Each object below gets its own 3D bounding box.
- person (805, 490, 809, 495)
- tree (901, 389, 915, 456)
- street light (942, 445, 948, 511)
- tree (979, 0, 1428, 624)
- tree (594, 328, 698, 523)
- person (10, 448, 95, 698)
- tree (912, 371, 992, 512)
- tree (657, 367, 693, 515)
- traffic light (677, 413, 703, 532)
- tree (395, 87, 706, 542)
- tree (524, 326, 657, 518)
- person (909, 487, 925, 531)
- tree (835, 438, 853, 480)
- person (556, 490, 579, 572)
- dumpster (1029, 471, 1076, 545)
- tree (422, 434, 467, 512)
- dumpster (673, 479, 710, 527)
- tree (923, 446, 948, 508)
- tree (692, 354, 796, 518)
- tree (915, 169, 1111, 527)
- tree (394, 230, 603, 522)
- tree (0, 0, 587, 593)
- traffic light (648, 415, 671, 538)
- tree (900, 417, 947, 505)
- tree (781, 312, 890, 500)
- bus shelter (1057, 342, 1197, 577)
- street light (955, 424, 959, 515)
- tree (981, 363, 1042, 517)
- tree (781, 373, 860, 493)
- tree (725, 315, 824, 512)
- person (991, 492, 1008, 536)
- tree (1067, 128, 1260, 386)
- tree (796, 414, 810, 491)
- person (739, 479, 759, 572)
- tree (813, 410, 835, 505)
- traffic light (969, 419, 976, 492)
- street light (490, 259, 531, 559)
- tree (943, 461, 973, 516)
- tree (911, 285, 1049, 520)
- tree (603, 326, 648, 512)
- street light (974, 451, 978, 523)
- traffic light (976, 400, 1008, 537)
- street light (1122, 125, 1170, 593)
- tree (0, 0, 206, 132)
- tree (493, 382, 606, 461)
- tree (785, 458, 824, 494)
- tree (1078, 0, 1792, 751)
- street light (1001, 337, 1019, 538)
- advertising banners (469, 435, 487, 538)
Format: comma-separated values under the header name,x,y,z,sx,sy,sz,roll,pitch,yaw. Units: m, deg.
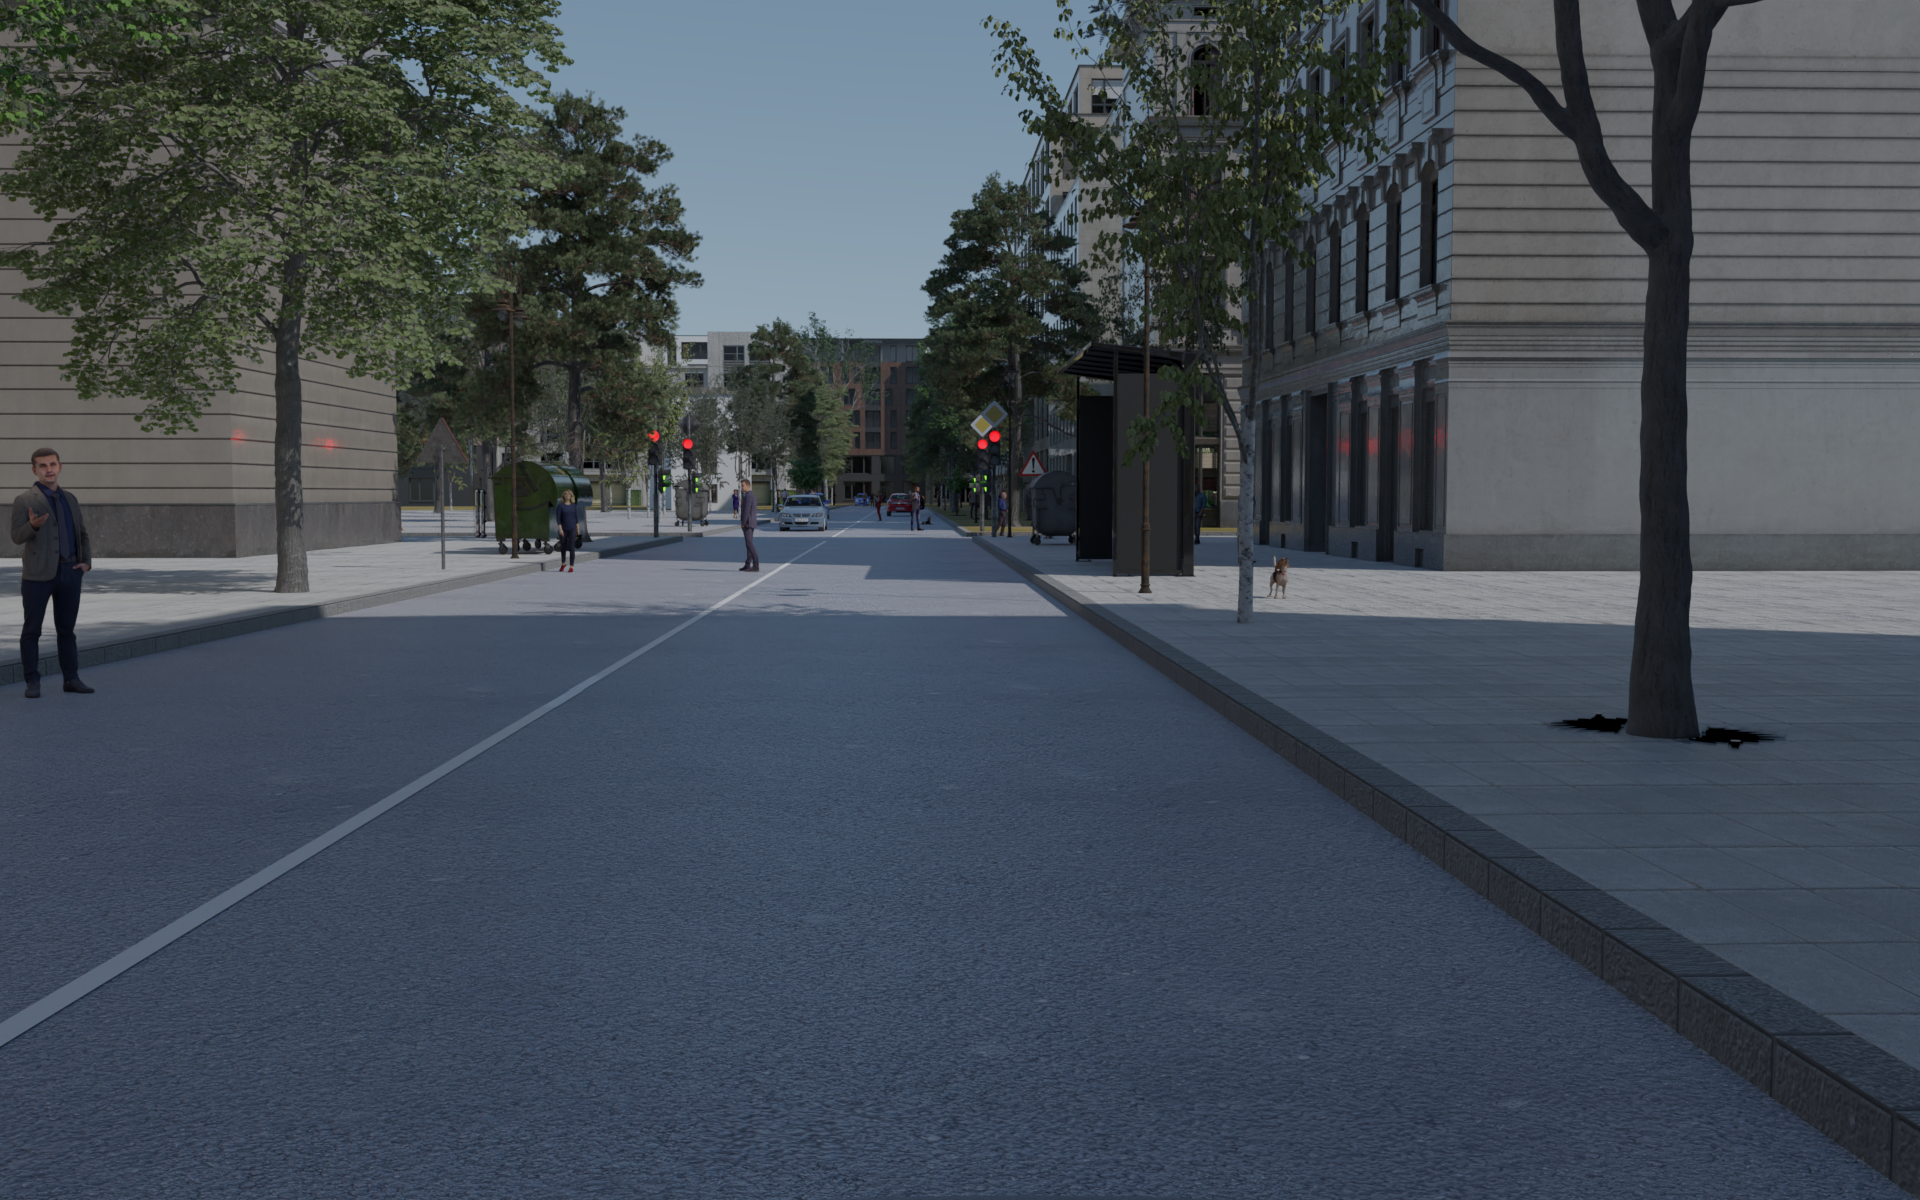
name,x,y,z,sx,sy,sz,roll,pitch,yaw
person,-7.588,-4.577,85.036,0.593,1.614,0.444,3,5,44
tree,-0.807,-14.219,139.907,7.806,13.903,7.818,0,3,0
street light,-1.157,-9.857,133.948,0.468,5.910,1.993,0,4,-2
tree,2.640,-4.082,17.108,4.737,8.622,4.395,0,3,0
tree,-13.402,-7.711,76.444,4.737,8.622,4.395,0,3,0
person,-6.358,-0.196,12.238,0.750,1.759,0.617,3,5,42
tree,-0.434,-12.166,120.964,6.751,12.117,7.091,0,3,0
tree,-16.740,-8.717,92.886,4.360,8.622,3.978,0,3,0
traffic light,-9.214,-4.270,59.053,0.839,4.213,0.868,0,4,-2
tree,-10.240,-7.575,45.901,6.751,12.117,7.091,0,3,0
tree,-14.369,-6.973,64.373,4.360,8.622,3.978,0,3,0
person,-1.659,-3.555,67.452,0.655,1.722,0.431,-3,5,-43
tree,-14.726,-15.316,200.770,4.360,8.622,3.978,0,3,0
person,-7.253,-1.275,31.887,0.480,1.512,0.613,-3,5,-43
dumpster,2.424,-2.338,43.982,1.264,1.857,1.865,0,4,-2
tree,-36.974,-10.691,125.157,4.737,8.622,4.395,0,3,0
dumpster,-10.668,-3.855,68.796,1.264,1.857,1.865,0,4,-2
tree,-1.680,-12.492,154.601,4.360,8.622,3.978,0,3,0
tree,-11.521,-8.675,92.194,4.360,8.622,3.978,0,3,0
tree,2.287,-9.796,67.595,7.806,13.903,7.818,0,3,0
tree,-22.001,-10.576,80.342,7.806,13.903,7.818,0,3,0
tree,-8.303,-6.367,22.226,7.486,12.596,7.792,0,3,0
traffic light,-8.960,-3.781,51.072,0.839,4.213,0.868,0,4,-2
tree,-3.768,-17.790,208.998,7.486,12.596,7.792,0,3,0
tree,-13.489,-19.710,178.141,12.611,20.169,13.585,0,3,0
bus shelter,2.790,-2.360,29.866,1.731,3.624,6.357,0,4,-2
street light,-0.178,-8.102,105.257,0.468,5.910,1.993,0,4,-2
tree,2.213,-8.911,96.062,4.360,8.622,3.978,0,3,0
tree,-13.167,-14.830,160.594,7.486,12.596,7.792,0,3,0
tree,-13.327,-13.121,121.946,7.806,13.903,7.818,0,3,0
person,1.415,-2.815,57.214,0.600,1.496,0.574,3,5,40
tree,4.204,-5.217,35.658,4.360,8.622,3.978,0,3,0
tree,-11.767,-9.772,110.128,4.360,8.622,3.978,0,3,0
person,-3.921,-1.386,32.087,0.530,1.710,0.541,1,4,15
tree,-13.171,-12.159,149.161,4.360,8.622,3.978,0,3,0
traffic light,0.741,-4.290,59.385,0.839,4.213,0.868,0,4,-2
street light,-8.859,-3.761,34.285,0.468,5.910,1.993,0,4,-2
tree,-0.259,-6.581,102.196,1.663,3.219,1.824,0,3,0
tree,1.098,-9.869,87.109,9.928,11.665,9.643,0,3,0
tree,-25.032,-13.078,121.245,7.806,13.903,7.818,0,3,0
street light,0.711,-6.324,76.183,0.468,5.910,1.993,0,4,-2
traffic light,0.996,-3.802,51.404,0.839,4.213,0.868,0,4,-2
street light,2.397,-3.025,22.251,0.468,5.910,1.993,0,4,-2
tree,-8.191,-5.183,10.494,9.928,11.665,9.643,0,3,0
tree,-25.309,-10.595,107.634,8.767,10.594,7.601,1,4,19
tree,-12.037,-9.242,134.824,4.285,4.588,4.351,0,3,0
tree,3.613,-6.019,8.778,12.009,13.543,11.850,0,3,0
street light,1.466,-4.780,50.943,0.468,5.910,1.993,0,4,-2
advertising banners,-14.235,-3.357,51.067,0.090,3.025,2.074,-2,4,-27
